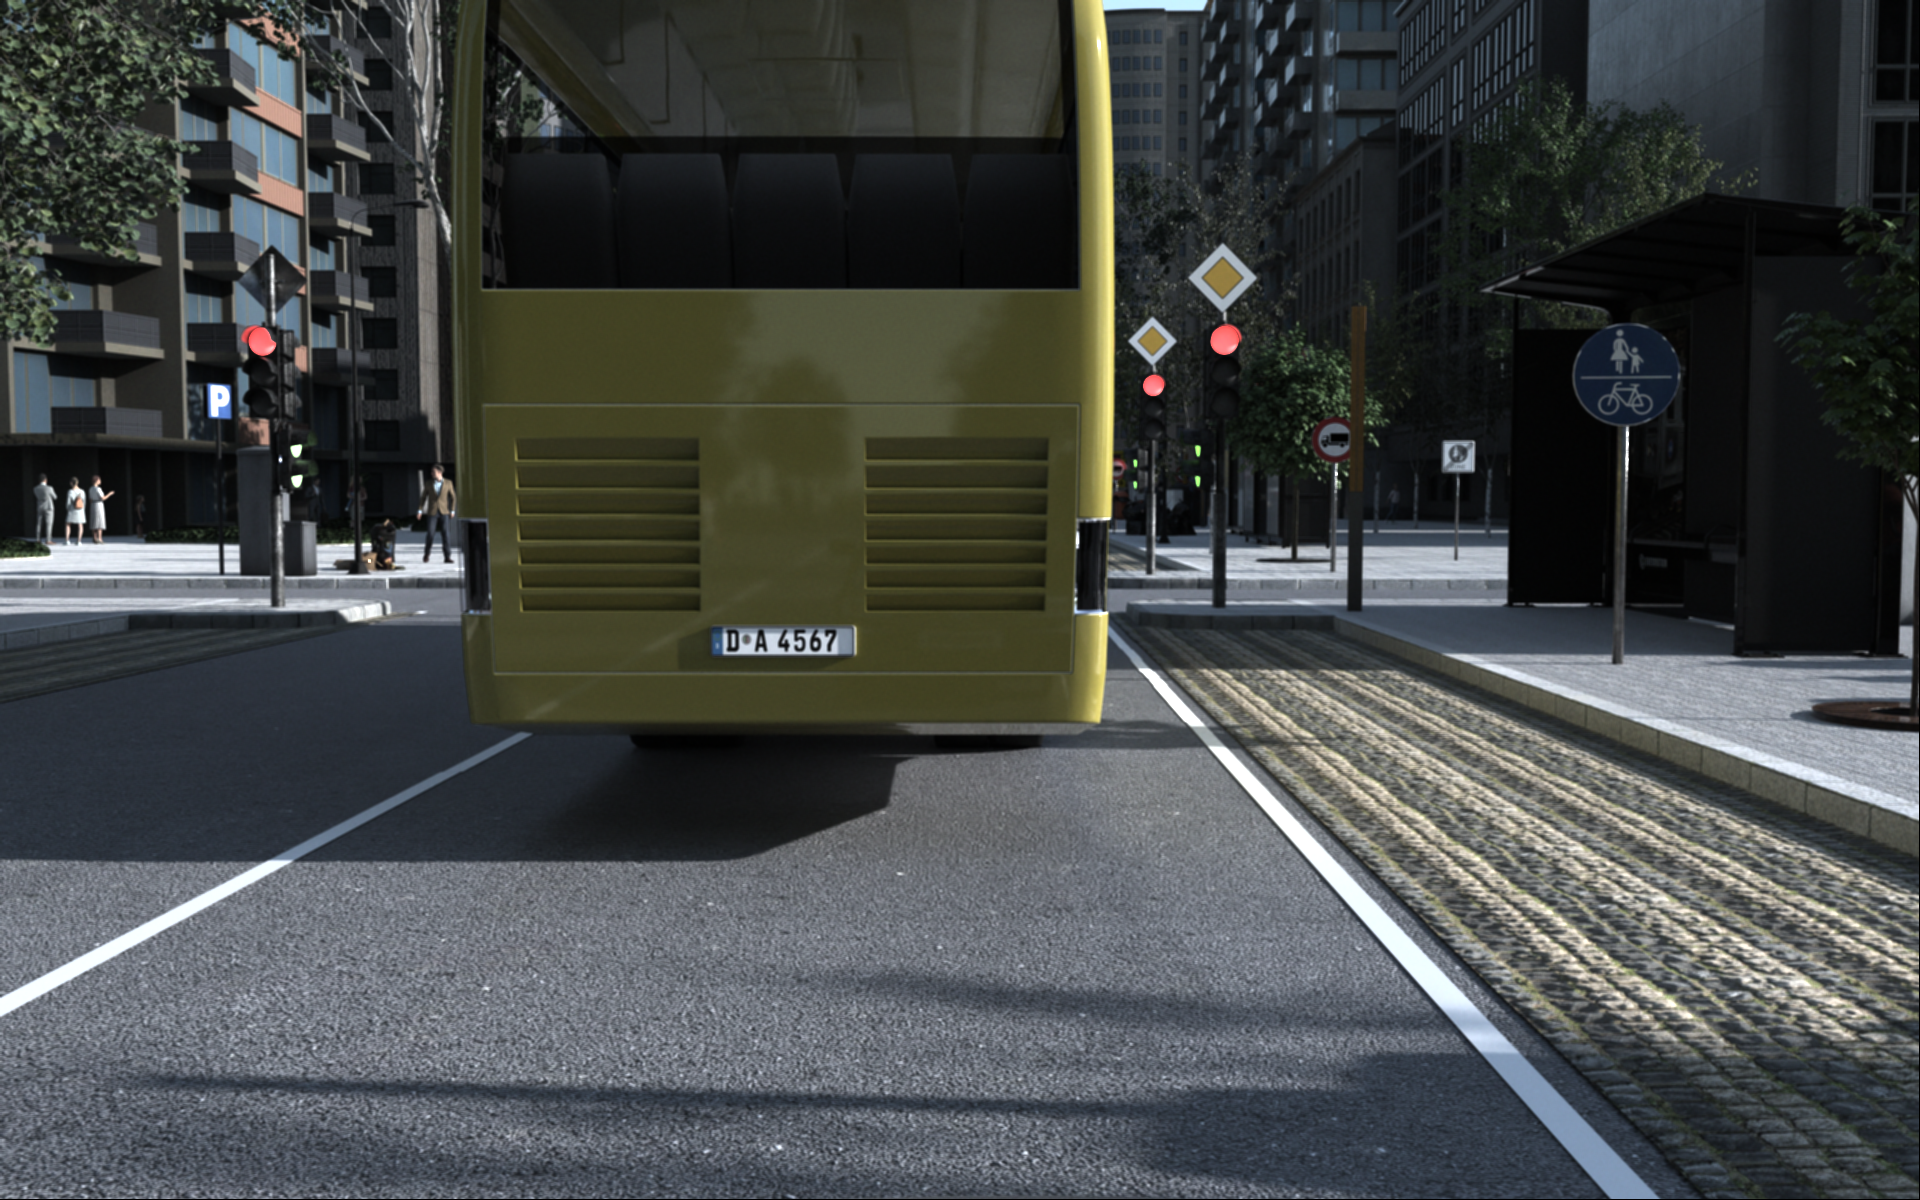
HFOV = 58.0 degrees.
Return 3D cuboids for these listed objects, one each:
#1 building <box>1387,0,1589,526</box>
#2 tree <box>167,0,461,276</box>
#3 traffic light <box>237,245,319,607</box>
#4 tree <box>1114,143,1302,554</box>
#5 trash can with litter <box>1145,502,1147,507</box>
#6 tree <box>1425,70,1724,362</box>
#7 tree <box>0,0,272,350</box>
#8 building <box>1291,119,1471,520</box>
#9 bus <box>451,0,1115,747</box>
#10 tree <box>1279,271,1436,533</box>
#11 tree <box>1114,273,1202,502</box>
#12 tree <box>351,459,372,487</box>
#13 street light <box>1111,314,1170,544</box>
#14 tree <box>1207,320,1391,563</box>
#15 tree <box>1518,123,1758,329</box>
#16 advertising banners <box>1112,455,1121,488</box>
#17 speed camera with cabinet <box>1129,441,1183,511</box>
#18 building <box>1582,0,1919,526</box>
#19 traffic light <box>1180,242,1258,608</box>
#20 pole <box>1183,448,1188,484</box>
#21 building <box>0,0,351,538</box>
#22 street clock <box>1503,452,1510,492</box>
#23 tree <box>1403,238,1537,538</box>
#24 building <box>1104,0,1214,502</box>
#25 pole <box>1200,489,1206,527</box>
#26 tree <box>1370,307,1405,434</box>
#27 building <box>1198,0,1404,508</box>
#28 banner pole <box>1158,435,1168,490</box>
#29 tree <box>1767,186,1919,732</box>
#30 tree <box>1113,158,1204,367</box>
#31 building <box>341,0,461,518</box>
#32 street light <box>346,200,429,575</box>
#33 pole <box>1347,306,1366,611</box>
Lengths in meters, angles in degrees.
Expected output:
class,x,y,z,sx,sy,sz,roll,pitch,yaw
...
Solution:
class,x,y,z,sx,sy,sz,roll,pitch,yaw
building,27.538,-17.009,71.609,14.314,27.812,24.014,0,4,1
tree,-11.781,-11.038,36.354,12.611,20.169,13.585,0,3,0
traffic light,-7.749,-1.877,19.604,0.839,4.253,0.868,0,4,1
tree,5.393,-5.300,37.014,4.360,8.622,3.978,0,3,0
trash can with litter,10.289,-5.079,94.427,1.055,1.170,0.624,0,4,7
tree,15.375,-7.194,43.371,9.928,11.665,9.643,0,3,0
tree,-9.893,-6.479,12.580,9.857,13.997,8.962,0,3,0
building,24.199,-14.917,93.043,9.793,20.994,18.267,0,4,1
bus,-0.703,-1.289,12.614,2.896,3.916,12.252,0,4,0
tree,13.631,-6.540,57.294,4.737,8.622,4.395,0,3,0
tree,5.853,-6.536,57.221,4.737,8.622,4.395,0,3,0
tree,-28.952,-5.347,82.023,1.663,3.219,1.824,0,3,0
street light,4.763,-4.422,44.845,1.470,5.913,1.316,0,4,1
tree,6.417,-3.002,32.799,4.285,4.588,4.351,0,3,0
tree,13.666,-5.146,34.506,4.737,8.622,4.395,0,3,0
advertising banners,6.076,-4.895,76.214,2.074,3.025,0.090,1,4,19
speed camera with cabinet,7.211,-4.244,63.725,2.038,3.252,0.660,3,5,39
building,34.628,-13.978,47.610,30.058,24.678,14.314,0,4,1
traffic light,2.912,-1.869,19.479,0.839,4.253,0.868,0,4,1
pole,9.971,-5.066,76.678,0.158,3.312,0.155,0,3,0
building,-34.998,-24.945,62.468,22.147,44.769,28.867,0,4,1
street clock,9.130,-1.453,28.328,0.358,2.002,0.471,-3,4,-36
tree,15.450,-6.135,50.672,4.360,8.622,3.978,0,3,0
building,21.776,-40.848,209.863,28.212,58.520,21.231,0,4,1
pole,9.442,-4.485,67.173,0.158,3.312,0.155,0,3,0
tree,16.998,-6.917,63.449,4.360,8.622,3.978,0,3,0
building,32.651,-32.351,148.543,23.786,49.044,30.456,0,4,1
banner pole,8.528,-5.059,72.738,0.401,3.779,0.863,3,5,40
tree,5.513,-0.919,9.632,1.663,3.219,1.824,0,3,0
tree,6.264,-14.502,93.004,12.611,20.169,13.585,0,3,0
building,-30.833,-19.608,92.285,14.160,30.474,14.107,0,4,1
street light,-9.073,-3.361,27.498,1.470,5.913,1.316,0,4,1
pole,4.339,-1.535,18.941,0.158,3.312,0.155,0,3,0
